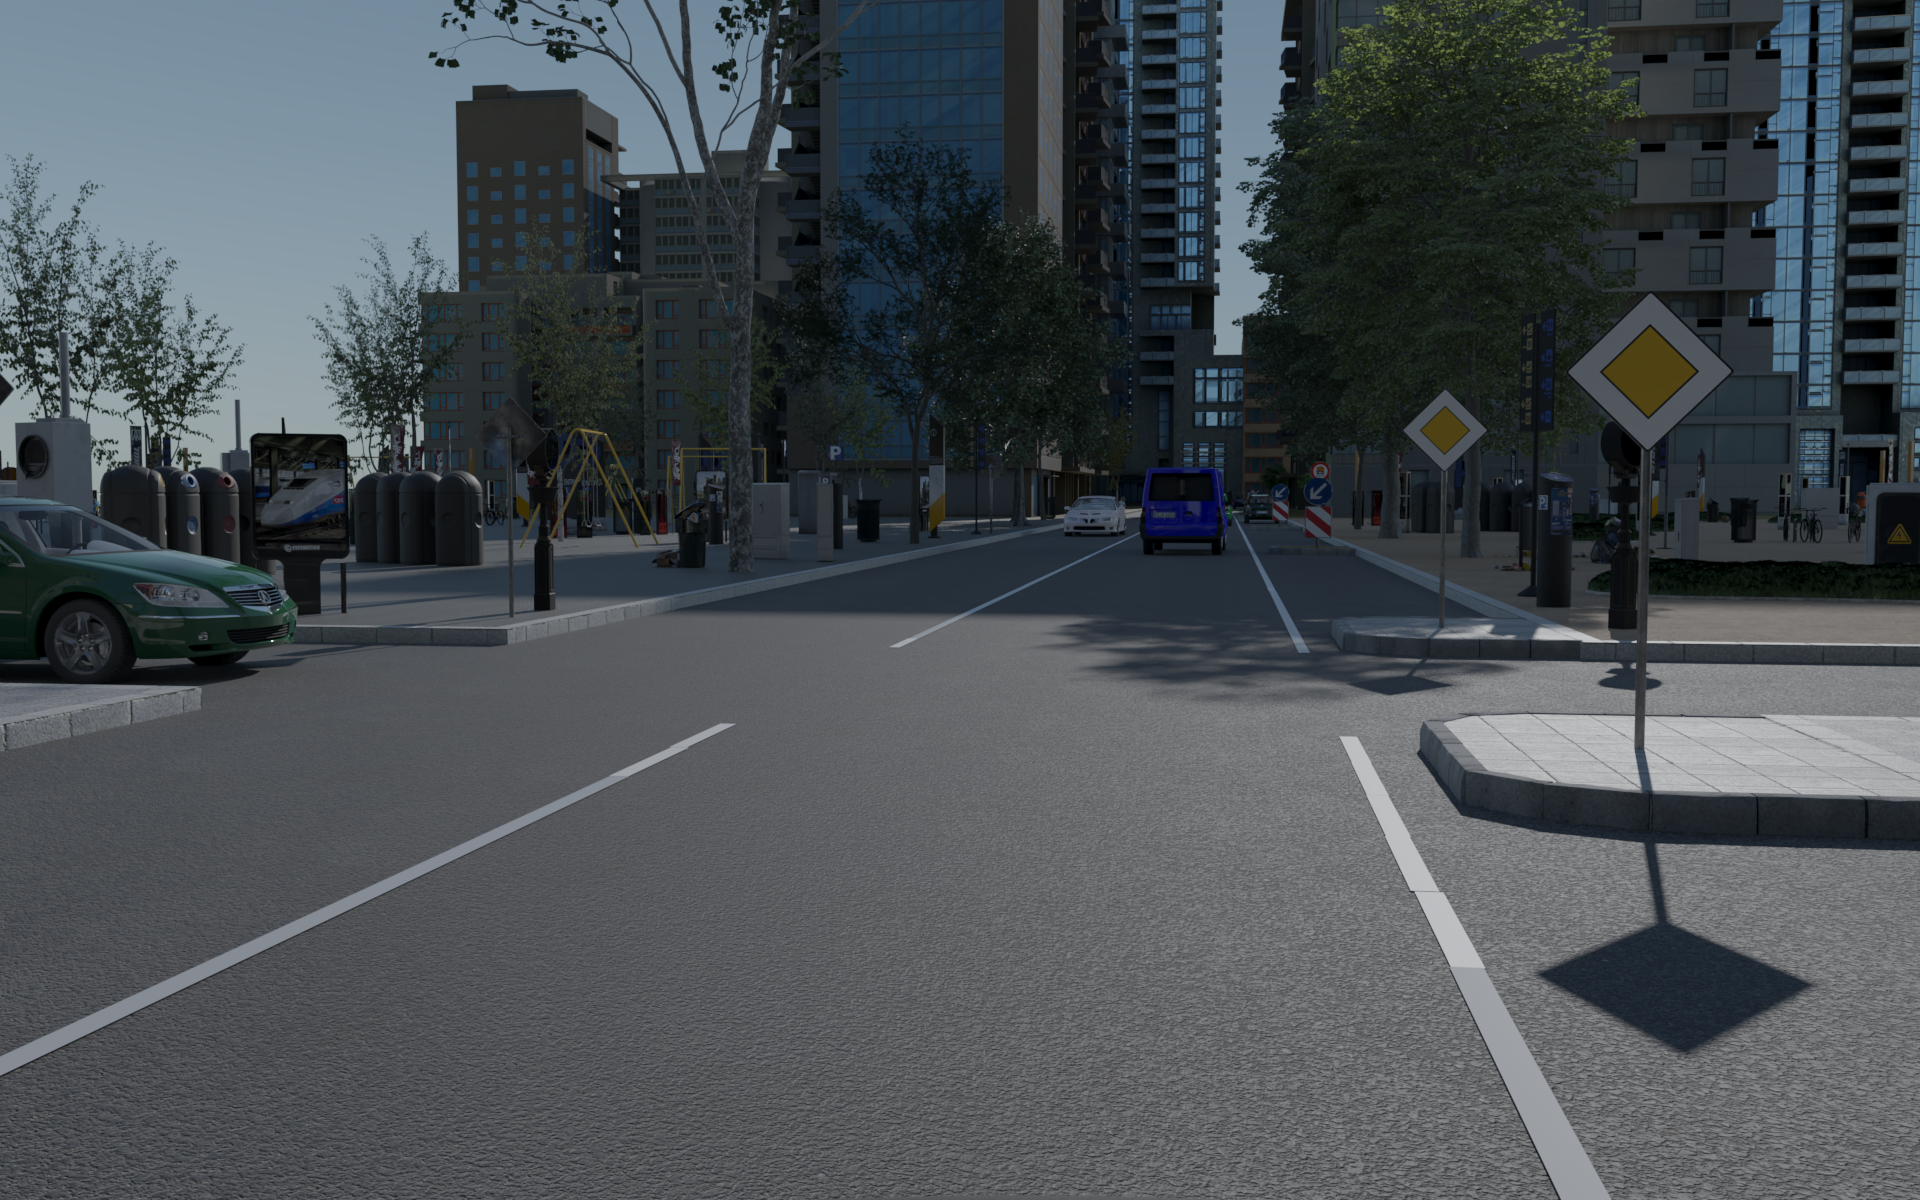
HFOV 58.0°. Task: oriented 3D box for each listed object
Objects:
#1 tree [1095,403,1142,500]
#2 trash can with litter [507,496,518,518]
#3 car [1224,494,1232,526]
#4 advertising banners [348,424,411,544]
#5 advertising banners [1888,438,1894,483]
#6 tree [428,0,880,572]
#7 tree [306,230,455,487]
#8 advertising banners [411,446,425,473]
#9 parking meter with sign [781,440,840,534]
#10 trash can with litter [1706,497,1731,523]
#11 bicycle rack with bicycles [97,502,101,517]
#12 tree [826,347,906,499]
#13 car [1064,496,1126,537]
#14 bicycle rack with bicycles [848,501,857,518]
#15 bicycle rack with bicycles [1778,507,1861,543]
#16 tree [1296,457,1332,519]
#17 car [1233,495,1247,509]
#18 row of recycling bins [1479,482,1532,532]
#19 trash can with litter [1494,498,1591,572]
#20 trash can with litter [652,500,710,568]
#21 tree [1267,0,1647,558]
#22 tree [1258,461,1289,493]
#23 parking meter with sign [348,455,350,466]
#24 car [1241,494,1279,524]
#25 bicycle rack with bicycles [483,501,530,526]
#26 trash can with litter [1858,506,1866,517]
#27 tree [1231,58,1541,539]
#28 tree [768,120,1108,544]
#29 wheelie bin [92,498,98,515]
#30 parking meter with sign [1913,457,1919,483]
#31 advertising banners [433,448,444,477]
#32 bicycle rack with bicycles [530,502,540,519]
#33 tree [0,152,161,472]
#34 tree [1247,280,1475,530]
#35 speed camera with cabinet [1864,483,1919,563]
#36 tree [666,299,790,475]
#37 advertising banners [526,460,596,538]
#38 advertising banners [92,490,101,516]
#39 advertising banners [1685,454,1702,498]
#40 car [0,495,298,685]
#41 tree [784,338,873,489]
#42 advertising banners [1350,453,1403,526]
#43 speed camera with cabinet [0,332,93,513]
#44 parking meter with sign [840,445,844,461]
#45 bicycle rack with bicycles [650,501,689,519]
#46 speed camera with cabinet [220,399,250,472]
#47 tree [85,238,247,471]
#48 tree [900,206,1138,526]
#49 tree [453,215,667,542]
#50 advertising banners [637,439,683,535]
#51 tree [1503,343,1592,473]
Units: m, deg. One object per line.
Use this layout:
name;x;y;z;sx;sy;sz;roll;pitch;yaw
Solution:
tree;12.457;-11.582;139.723;4.737;8.622;4.395;0;3;0
trash can with litter;-23.730;-4.911;91.688;0.624;1.170;1.055;-3;4;-37
car;11.526;-4.311;79.276;1.959;1.807;4.718;0;4;7
advertising banners;-14.719;-2.905;43.682;2.074;3.025;0.090;2;4;28
advertising banners;29.830;-3.603;55.105;2.074;3.025;0.090;-3;5;-44
tree;-4.047;-10.620;29.523;12.611;20.169;13.585;0;3;0
tree;-15.412;-5.953;47.701;4.360;8.622;3.978;0;3;0
advertising banners;-20.384;-4.059;62.552;2.074;3.025;0.090;-1;4;-19
parking meter with sign;-4.848;-3.644;55.835;1.738;3.016;0.543;0;4;1
trash can with litter;34.150;-4.071;77.940;1.055;1.170;0.624;2;4;27
bicycle rack with bicycles;-46.988;-4.913;93.711;2.852;0.926;2.925;-3;5;-41
tree;-4.786;-8.225;84.835;4.737;8.622;4.395;0;3;0
car;4.715;-2.918;60.064;2.083;1.381;4.827;1;4;10
bicycle rack with bicycles;-6.234;-4.844;92.583;2.925;0.926;2.852;1;4;12
bicycle rack with bicycles;23.009;-1.995;45.997;2.852;0.926;2.925;2;4;28
tree;18.237;-5.778;89.068;1.663;3.219;1.824;0;3;0
car;26.854;-9.306;164.733;1.945;1.354;3.894;1;4;8
row of recycling bins;18.943;-3.175;59.028;1.069;1.692;3.534;-3;4;-37
trash can with litter;9.869;-1.111;29.222;1.678;1.210;2.233;3;5;44
trash can with litter;-4.908;-1.154;30.260;1.055;1.170;0.624;2;4;24
tree;9.941;-7.129;34.685;7.486;12.596;7.792;0;3;0
tree;30.435;-11.220;167.165;4.285;4.588;4.351;0;3;0
parking meter with sign;-27.388;-4.900;76.368;0.543;3.016;1.738;0;4;-4
car;14.805;-4.595;84.906;2.009;1.686;4.222;1;4;10
bicycle rack with bicycles;-19.864;-3.534;71.167;2.852;0.926;2.925;2;4;32
trash can with litter;20.261;-1.631;38.054;1.055;1.170;0.624;-3;4;-39
tree;12.385;-8.753;49.771;9.857;13.997;8.962;0;3;0
tree;-1.373;-6.722;44.323;8.767;10.594;7.601;2;4;29
wheelie bin;-16.863;-1.521;32.772;0.693;1.594;0.980;3;4;38
parking meter with sign;44.563;-5.166;80.726;1.738;3.016;0.543;-3;4;-37
advertising banners;-18.969;-4.206;64.961;2.074;3.025;0.090;2;4;29
bicycle rack with bicycles;-22.304;-4.597;88.535;2.852;0.926;2.925;0;4;5
tree;-19.619;-5.338;37.632;4.360;8.622;3.978;0;3;0
tree;14.262;-7.814;62.164;8.767;10.594;7.601;1;4;23
speed camera with cabinet;14.658;-1.924;25.787;2.038;3.252;0.660;2;4;28
tree;-8.509;-6.998;64.775;4.737;8.622;4.395;0;3;0
advertising banners;-11.680;-3.319;50.454;2.074;3.025;0.090;-1;4;-23
advertising banners;-33.146;-4.274;66.072;2.074;3.025;0.090;0;4;3
advertising banners;32.679;-4.954;77.185;0.090;3.025;2.074;0;4;6
car;-7.834;-0.138;14.047;4.920;1.459;2.131;1;4;10
tree;-6.249;-7.865;78.948;4.360;8.622;3.978;0;3;0
advertising banners;16.784;-4.498;69.726;2.074;3.025;0.090;1;4;11
speed camera with cabinet;-11.652;-1.654;21.383;2.038;3.252;0.660;2;4;26
parking meter with sign;-4.662;-3.969;61.162;0.543;3.016;1.738;1;4;16
bicycle rack with bicycles;-15.216;-4.617;88.871;2.852;0.926;2.925;-1;4;-21
speed camera with cabinet;-14.584;-2.596;36.787;2.038;3.252;0.660;-2;4;-28
tree;-23.170;-6.101;50.108;4.737;8.622;4.395;0;3;0
tree;2.321;-9.328;69.523;9.611;12.733;9.660;0;3;0
tree;-10.555;-5.884;46.559;4.360;8.622;3.978;0;3;0
advertising banners;-9.443;-3.577;54.676;0.090;3.025;2.074;2;4;34
tree;28.181;-8.092;82.672;4.737;8.622;4.395;0;3;0
